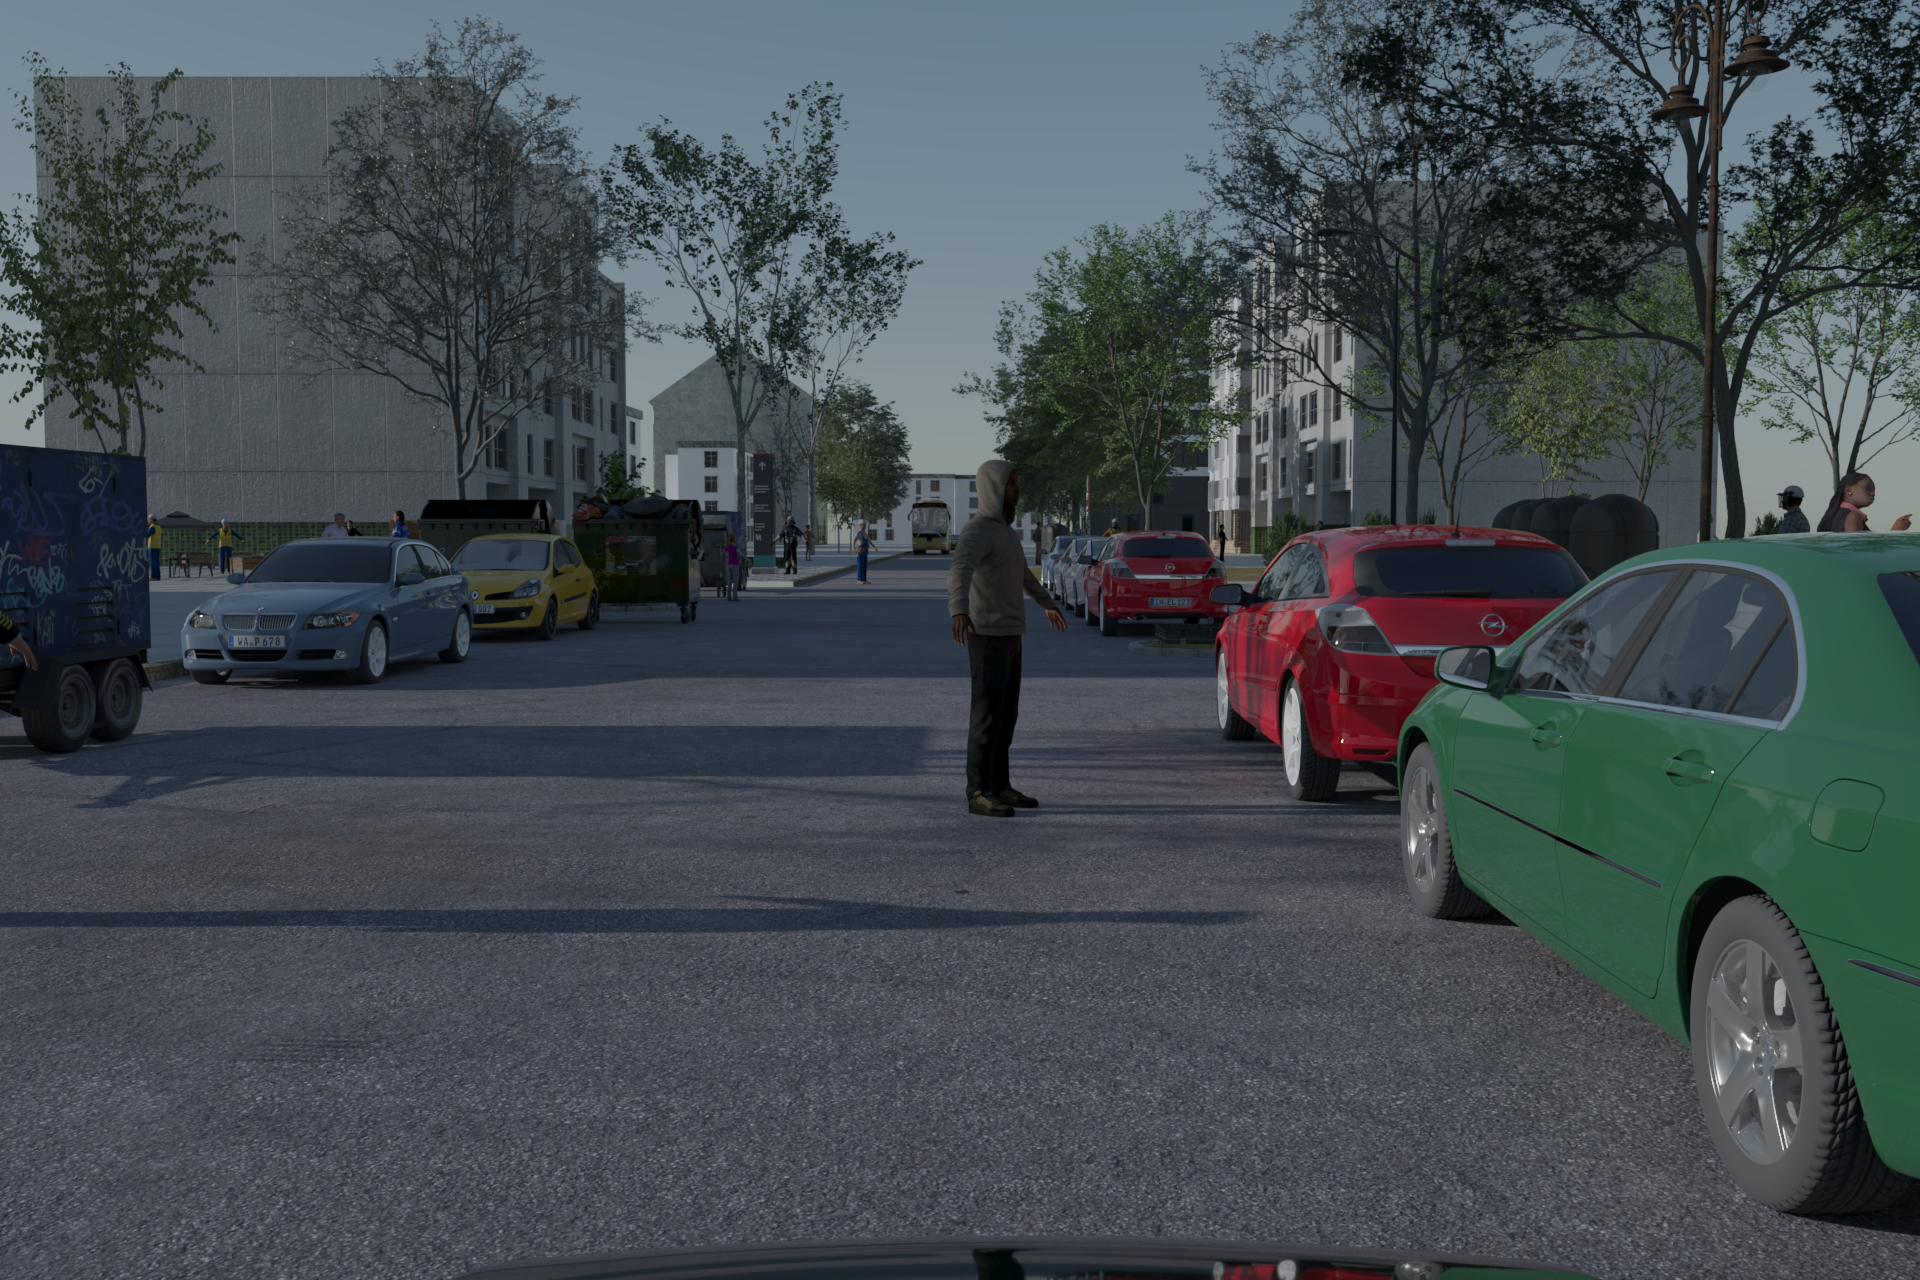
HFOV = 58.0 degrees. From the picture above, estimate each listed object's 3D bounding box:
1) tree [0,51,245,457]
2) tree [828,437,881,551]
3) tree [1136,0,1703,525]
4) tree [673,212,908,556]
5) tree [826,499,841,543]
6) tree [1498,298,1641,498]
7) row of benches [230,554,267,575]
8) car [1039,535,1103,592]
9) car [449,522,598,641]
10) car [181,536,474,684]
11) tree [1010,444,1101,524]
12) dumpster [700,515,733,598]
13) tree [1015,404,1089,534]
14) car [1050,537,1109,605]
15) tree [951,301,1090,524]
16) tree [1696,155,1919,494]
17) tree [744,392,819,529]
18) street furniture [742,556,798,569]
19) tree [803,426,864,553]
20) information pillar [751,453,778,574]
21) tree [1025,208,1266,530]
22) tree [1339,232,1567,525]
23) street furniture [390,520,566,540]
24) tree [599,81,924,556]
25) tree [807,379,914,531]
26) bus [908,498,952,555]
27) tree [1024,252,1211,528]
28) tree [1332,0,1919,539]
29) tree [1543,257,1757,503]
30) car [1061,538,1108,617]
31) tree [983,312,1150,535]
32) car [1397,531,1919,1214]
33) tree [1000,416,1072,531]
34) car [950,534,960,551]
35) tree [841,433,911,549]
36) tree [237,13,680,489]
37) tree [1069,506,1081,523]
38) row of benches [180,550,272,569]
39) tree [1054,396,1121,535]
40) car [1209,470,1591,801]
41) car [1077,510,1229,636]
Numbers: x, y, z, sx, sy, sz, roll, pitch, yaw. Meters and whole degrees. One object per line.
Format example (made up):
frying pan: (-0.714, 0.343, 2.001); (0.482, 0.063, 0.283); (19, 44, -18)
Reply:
tree: (-12.911, -4.640, 26.231); (4.737, 8.622, 4.395); (0, 3, 0)
tree: (-8.225, -11.100, 131.853); (4.737, 8.622, 4.395); (0, 3, 0)
tree: (9.009, -7.571, 34.162); (12.009, 13.543, 11.850); (0, 3, 0)
tree: (-10.180, -15.102, 102.804); (12.611, 20.169, 13.585); (0, 3, 0)
tree: (-17.108, -17.775, 240.985); (4.360, 8.622, 3.978); (0, 3, 0)
tree: (17.705, -6.185, 51.495); (4.737, 8.622, 4.395); (0, 3, 0)
row of benches: (-21.263, -2.436, 55.293); (1.422, 0.672, 4.104); (2, 4, 34)
car: (3.055, -1.985, 44.465); (2.014, 1.417, 4.499); (0, 4, -1)
car: (-6.326, -0.874, 24.522); (2.015, 1.641, 3.980); (0, 4, 0)
car: (-6.418, -0.371, 18.069); (2.014, 1.417, 4.499); (0, 4, 1)
tree: (7.191, -11.660, 125.061); (8.767, 10.594, 7.601); (-1, 4, -20)
dumpster: (-6.109, -1.896, 39.214); (1.865, 1.857, 1.264); (0, 4, 1)
tree: (7.230, -11.462, 113.152); (9.928, 11.665, 9.643); (0, 3, 0)
car: (2.957, -1.458, 36.195); (2.083, 1.381, 4.827); (0, 3, 0)
tree: (6.092, -17.454, 141.269); (12.611, 20.169, 13.585); (0, 3, 0)
tree: (24.479, -7.466, 47.821); (9.928, 11.665, 9.643); (0, 3, 0)
tree: (-8.679, -8.483, 89.063); (4.360, 8.622, 3.978); (0, 3, 0)
street furniture: (-11.128, -3.080, 65.981); (5.734, 0.657, 10.072); (-3, 5, -44)
tree: (-8.364, -10.225, 117.537); (4.737, 8.622, 4.395); (0, 3, 0)
information pillar: (-6.312, -4.069, 55.908); (0.750, 3.857, 0.750); (0, 4, 3)
tree: (6.111, -8.011, 56.730); (9.928, 11.665, 9.643); (0, 3, 0)
tree: (16.966, -8.213, 60.043); (9.928, 11.665, 9.643); (0, 3, 0)
street furniture: (-13.868, -2.923, 54.638); (9.812, 1.723, 11.010); (0, 4, 5)
tree: (-7.721, -13.188, 71.518); (12.611, 20.169, 13.585); (0, 3, 0)
tree: (-7.950, -14.358, 141.416); (9.857, 13.997, 8.962); (0, 3, 0)
bus: (-1.976, -8.035, 122.915); (2.896, 3.916, 12.252); (0, 4, 1)
tree: (6.290, -9.323, 70.559); (7.486, 12.596, 7.792); (0, 3, 0)
tree: (8.827, -5.219, 19.751); (8.767, 10.594, 7.601); (-1, 4, -15)
tree: (25.547, -8.486, 64.497); (9.928, 11.665, 9.643); (0, 3, 0)
car: (2.897, -1.155, 31.248); (2.083, 1.381, 4.827); (0, 3, 0)
tree: (6.440, -11.678, 97.594); (9.857, 13.997, 8.962); (0, 3, 0)
car: (2.616, 0.411, 5.071); (2.131, 1.459, 4.920); (0, 4, 1)
tree: (6.823, -14.373, 153.132); (7.486, 12.596, 7.792); (0, 3, 0)
car: (-0.510, -7.332, 131.669); (2.131, 1.459, 4.920); (0, 4, -1)
tree: (-7.819, -13.358, 152.811); (7.601, 10.594, 8.767); (-1, 4, -16)
tree: (-11.692, -7.969, 40.663); (12.009, 13.543, 11.850); (0, 3, 0)
tree: (15.970, -17.843, 242.097); (4.737, 8.622, 4.395); (0, 3, 0)
row of benches: (-27.387, -3.050, 65.338); (4.104, 0.672, 1.422); (-3, 5, -43)
tree: (6.469, -8.410, 87.861); (4.360, 8.622, 3.978); (0, 3, 0)
car: (2.691, -0.106, 10.773); (2.155, 1.783, 4.494); (0, 4, 1)
car: (2.858, -1.024, 25.778); (2.155, 1.783, 4.494); (0, 4, 0)
